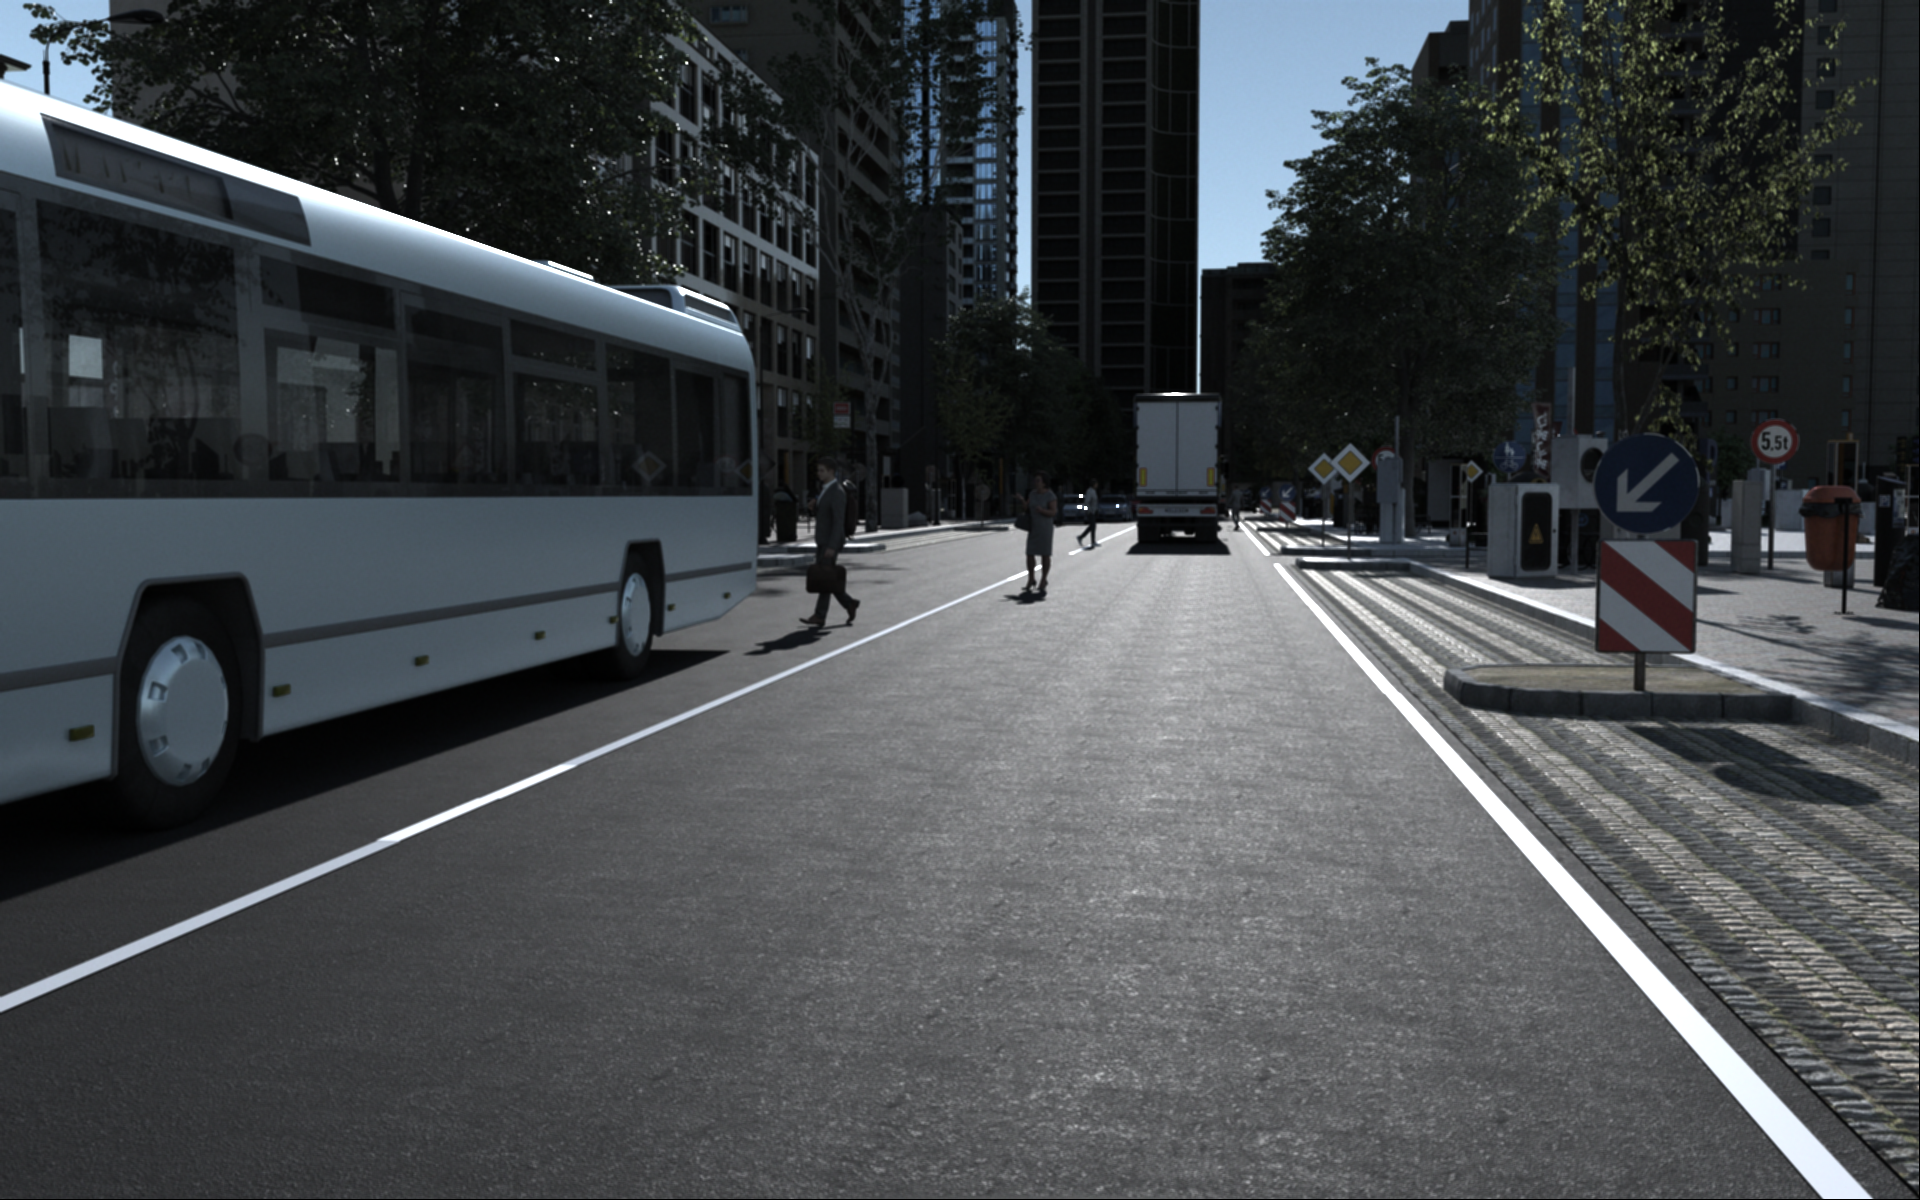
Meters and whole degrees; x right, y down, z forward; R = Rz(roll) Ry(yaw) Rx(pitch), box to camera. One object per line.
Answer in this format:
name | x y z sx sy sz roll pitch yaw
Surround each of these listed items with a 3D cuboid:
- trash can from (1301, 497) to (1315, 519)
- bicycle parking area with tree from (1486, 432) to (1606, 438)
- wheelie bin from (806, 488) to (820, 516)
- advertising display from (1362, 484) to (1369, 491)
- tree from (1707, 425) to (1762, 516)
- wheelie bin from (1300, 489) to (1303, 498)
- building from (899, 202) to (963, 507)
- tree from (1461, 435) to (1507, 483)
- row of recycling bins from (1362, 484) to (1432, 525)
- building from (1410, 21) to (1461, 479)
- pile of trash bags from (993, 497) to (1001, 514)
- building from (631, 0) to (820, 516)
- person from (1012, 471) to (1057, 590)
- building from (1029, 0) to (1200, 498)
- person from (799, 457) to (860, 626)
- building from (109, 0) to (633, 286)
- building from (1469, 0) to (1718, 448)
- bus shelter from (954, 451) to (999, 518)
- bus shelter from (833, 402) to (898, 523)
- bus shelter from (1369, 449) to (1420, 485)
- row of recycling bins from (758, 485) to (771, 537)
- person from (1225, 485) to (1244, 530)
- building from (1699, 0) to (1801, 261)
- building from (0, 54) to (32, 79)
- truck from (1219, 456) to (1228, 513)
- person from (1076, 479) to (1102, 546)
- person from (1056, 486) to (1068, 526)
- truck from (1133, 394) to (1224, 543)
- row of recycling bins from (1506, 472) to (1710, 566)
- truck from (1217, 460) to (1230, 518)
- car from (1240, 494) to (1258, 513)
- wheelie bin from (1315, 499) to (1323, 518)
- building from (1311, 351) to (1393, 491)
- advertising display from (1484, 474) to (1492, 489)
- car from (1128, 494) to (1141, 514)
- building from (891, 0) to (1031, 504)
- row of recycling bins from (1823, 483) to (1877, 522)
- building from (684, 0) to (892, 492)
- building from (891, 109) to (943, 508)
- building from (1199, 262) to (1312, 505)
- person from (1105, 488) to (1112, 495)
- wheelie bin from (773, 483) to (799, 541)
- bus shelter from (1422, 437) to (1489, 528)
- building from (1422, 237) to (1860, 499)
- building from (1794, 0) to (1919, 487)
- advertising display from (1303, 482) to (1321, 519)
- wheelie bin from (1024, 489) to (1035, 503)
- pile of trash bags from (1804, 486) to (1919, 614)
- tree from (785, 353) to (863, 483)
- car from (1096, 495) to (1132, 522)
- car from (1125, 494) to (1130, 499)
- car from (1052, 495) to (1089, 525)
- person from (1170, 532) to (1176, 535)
trash can | 18.121 -4.803 90.187 0.748 1.137 0.748 0 3 0
bicycle parking area with tree | 27.044 -5.715 80.437 8.231 4.147 9.016 1 4 19
wheelie bin | -8.209 -5.474 97.414 0.980 1.594 0.693 3 4 37
advertising display | 22.180 -5.404 93.562 0.974 1.923 0.123 1 4 17
tree | 35.556 -5.939 80.822 4.285 4.588 4.351 0 3 0
wheelie bin | 22.046 -6.235 109.858 0.980 1.594 0.693 1 4 21
building | -7.090 -24.681 175.230 14.107 30.474 14.160 1 4 8
tree | 26.159 -6.324 87.114 4.285 4.588 4.351 0 3 0
row of recycling bins | 18.366 -3.986 72.289 1.069 1.692 3.534 -3 5 -42
building | 50.647 -31.508 165.259 14.600 45.320 14.200 1 4 8
pile of trash bags | 1.702 -6.081 109.172 1.912 1.369 3.447 1 4 15
building | -21.107 -17.897 97.135 19.350 26.468 34.151 1 4 8
person | 1.077 -1.038 25.837 0.716 1.782 0.532 3 4 38
building | 20.308 -48.040 223.713 20.611 71.187 20.563 1 4 8
person | -1.390 -0.636 18.870 0.822 1.834 0.622 -2 4 -31
building | -22.253 -17.356 69.679 13.634 28.700 20.117 1 4 8
building | 43.969 -28.908 122.758 14.600 45.320 14.200 1 4 8
bus shelter | 0.955 -6.471 97.088 1.731 3.624 6.357 1 4 8
bus shelter | -4.055 -6.137 77.967 2.179 5.291 8.768 1 4 8
bus shelter | 21.220 -6.592 85.409 2.179 5.291 8.768 1 4 8
row of recycling bins | -7.275 -2.671 50.791 3.534 1.692 1.069 -1 4 -23
person | 11.077 -3.732 69.645 0.709 1.813 0.853 -2 4 -27
building | 69.706 -44.088 159.084 20.611 71.187 20.563 1 4 8
building | -58.175 -14.685 73.382 30.059 22.955 16.112 1 4 8
truck | 19.114 -8.805 132.867 2.839 4.237 11.283 0 4 7
person | 3.544 -2.405 47.667 0.795 1.843 0.661 1 4 23
person | 4.586 -4.231 77.855 0.590 1.801 0.661 0 4 -8
truck | 6.865 -3.988 54.117 2.839 4.237 11.283 0 4 8
row of recycling bins | 11.722 -1.495 31.561 3.534 1.692 1.069 1 4 14
truck | 10.122 -4.931 76.540 3.469 3.379 9.791 1 4 9
car | 21.735 -7.486 132.179 2.009 1.686 4.222 1 4 8
wheelie bin | 19.487 -5.258 93.872 0.980 1.594 0.693 -1 4 -11
building | 59.622 -23.116 222.987 28.899 21.520 27.650 1 4 8
advertising display | 17.318 -3.159 56.857 0.123 1.923 0.974 1 4 11
car | 11.689 -6.326 112.469 2.155 1.783 4.494 0 4 7
building | -5.459 -55.887 226.416 31.000 86.520 22.319 1 4 8
row of recycling bins | 33.009 -3.468 63.817 1.069 1.692 3.534 -1 4 -14
building | -17.643 -31.079 131.848 21.300 48.544 21.600 1 4 8
building | -18.554 -28.366 155.668 32.217 40.220 23.993 1 4 8
building | 37.351 -27.368 219.171 14.107 30.474 14.160 1 4 8
person | 9.772 -6.495 114.471 0.659 1.850 0.755 -1 4 -12
wheelie bin | -4.764 -2.413 47.353 0.693 1.594 0.980 0 4 -8
bus shelter | 18.245 -4.270 63.732 2.014 3.302 5.546 1 4 8
building | 54.393 -18.267 143.704 27.650 21.520 28.899 1 4 8
building | 90.284 -43.933 156.563 20.611 71.187 20.563 1 4 8
advertising display | 18.475 -5.240 90.884 0.974 1.923 0.123 0 4 -4
wheelie bin | 4.717 -6.594 115.712 0.980 1.594 0.693 1 4 15
pile of trash bags | 10.827 -0.561 18.921 3.447 1.369 1.912 0 4 -8
tree | -6.854 -8.533 89.880 4.737 8.622 4.395 0 3 0
car | 7.999 -4.790 90.324 2.014 1.417 4.499 1 4 9
car | 12.614 -7.018 126.549 2.131 1.459 4.920 1 4 9
car | 5.375 -4.323 82.687 2.014 1.417 4.499 0 4 7
person | 7.330 -3.218 61.096 0.573 1.828 0.580 2 4 29
